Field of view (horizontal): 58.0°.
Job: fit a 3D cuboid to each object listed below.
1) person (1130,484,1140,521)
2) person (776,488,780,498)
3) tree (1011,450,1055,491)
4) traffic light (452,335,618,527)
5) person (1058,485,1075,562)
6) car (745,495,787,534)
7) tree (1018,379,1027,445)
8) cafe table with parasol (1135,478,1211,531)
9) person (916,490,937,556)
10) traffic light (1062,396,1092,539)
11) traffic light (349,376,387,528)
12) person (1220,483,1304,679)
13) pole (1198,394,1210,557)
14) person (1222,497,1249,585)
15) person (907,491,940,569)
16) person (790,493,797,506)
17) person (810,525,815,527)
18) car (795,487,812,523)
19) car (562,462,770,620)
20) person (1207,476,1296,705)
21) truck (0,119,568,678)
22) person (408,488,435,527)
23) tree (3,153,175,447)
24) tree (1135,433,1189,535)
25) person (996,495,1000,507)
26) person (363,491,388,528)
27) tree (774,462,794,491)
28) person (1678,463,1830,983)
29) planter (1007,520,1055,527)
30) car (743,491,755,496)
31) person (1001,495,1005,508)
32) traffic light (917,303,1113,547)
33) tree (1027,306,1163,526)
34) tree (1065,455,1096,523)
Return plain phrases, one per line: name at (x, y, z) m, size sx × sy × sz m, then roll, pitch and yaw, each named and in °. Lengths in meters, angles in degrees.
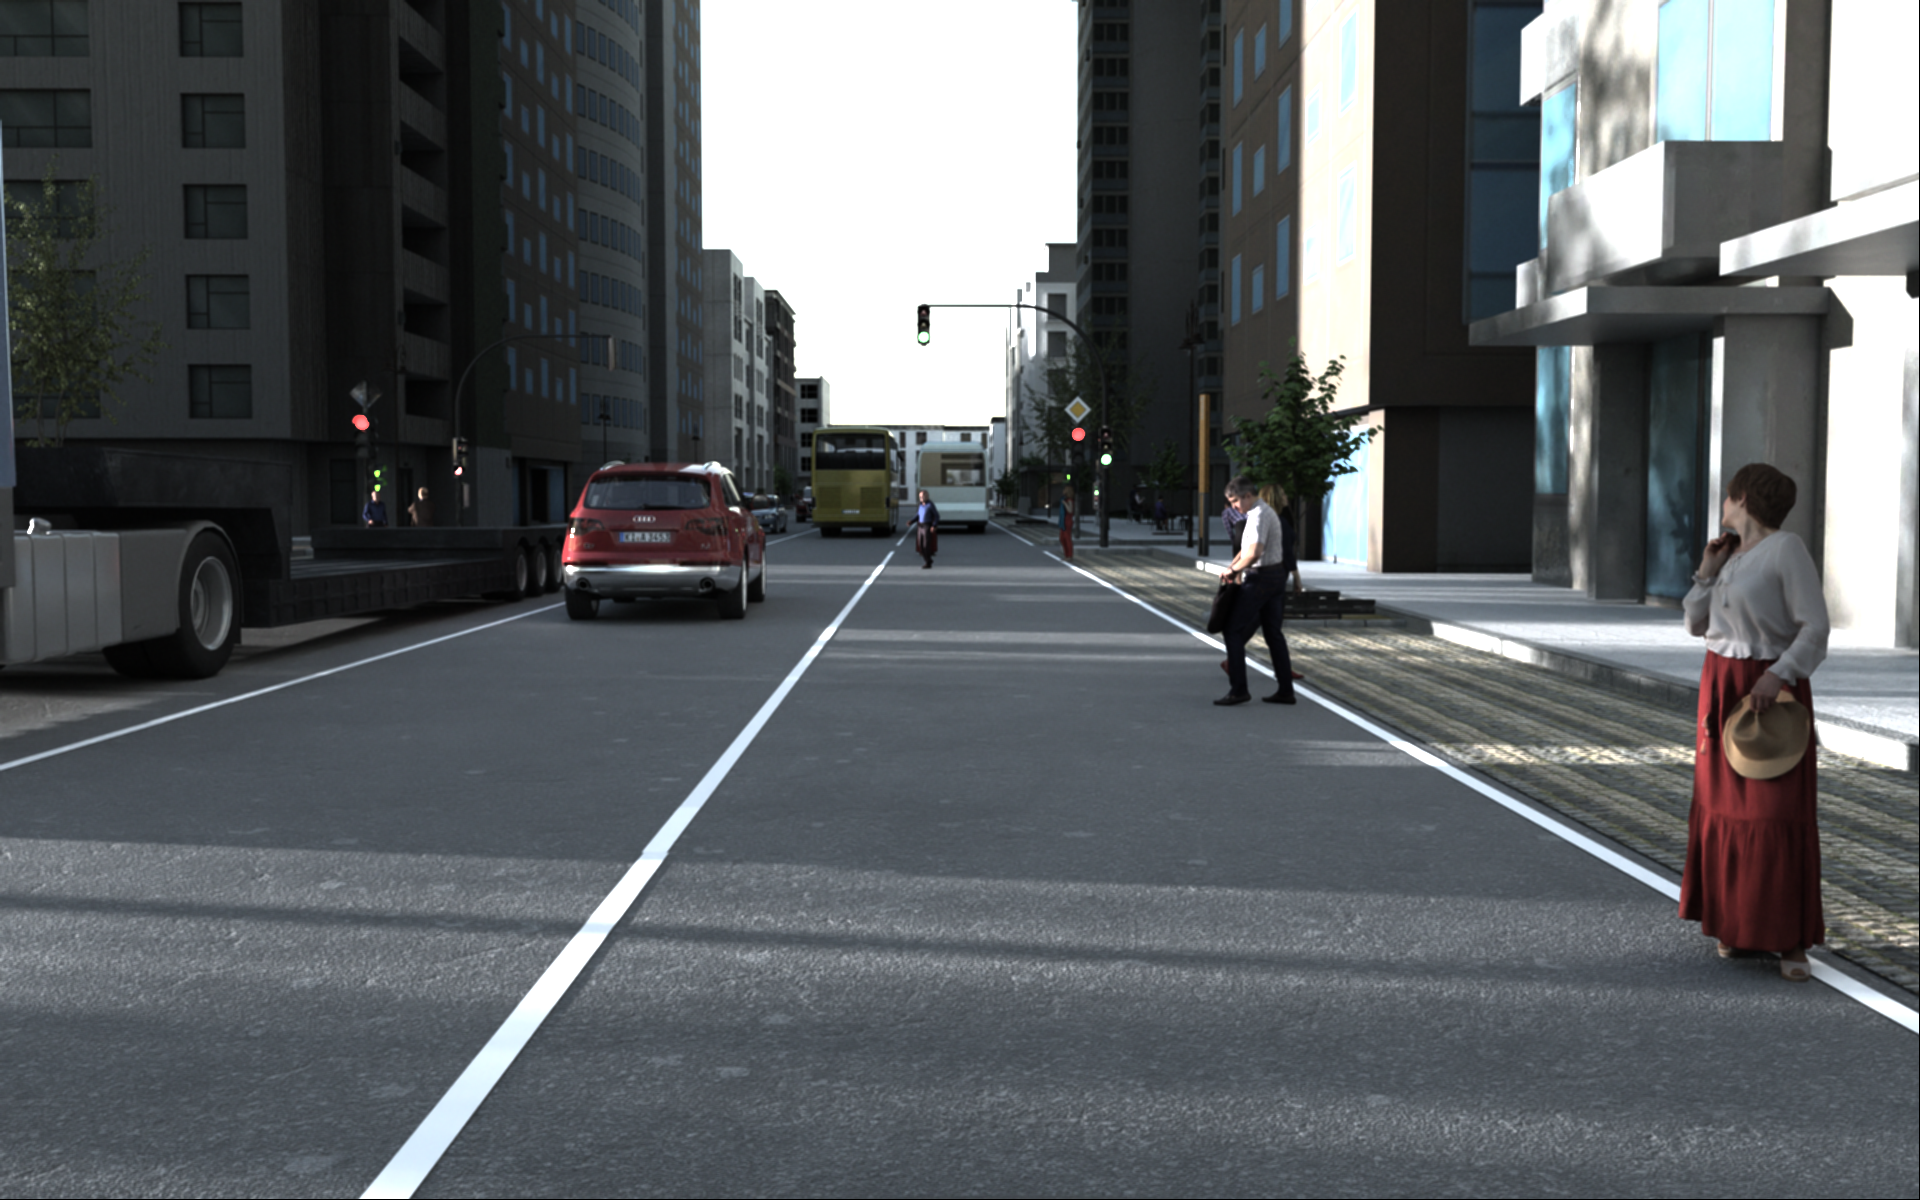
person at (8.209, -4.545, 81.059) m, size 0.576 × 1.737 × 0.504 m, roll 2°, pitch 4°, yaw 30°
person at (-17.592, -9.863, 166.936) m, size 0.705 × 1.869 × 1.348 m, roll 0°, pitch 4°, yaw -7°
tree at (5.290, -8.844, 128.307) m, size 4.285 × 4.588 × 4.351 m, roll 0°, pitch 3°, yaw 0°
traffic light at (-12.182, -4.574, 49.457) m, size 4.771 × 5.953 × 1.251 m, roll 0°, pitch 4°, yaw -1°
person at (2.236, -1.621, 36.707) m, size 0.444 × 1.614 × 0.593 m, roll 1°, pitch 4°, yaw 21°
car at (-7.348, -3.137, 63.287) m, size 2.014 × 1.417 × 4.499 m, roll 0°, pitch 4°, yaw 0°
tree at (5.218, -8.383, 87.421) m, size 4.737 × 8.622 × 4.395 m, roll 0°, pitch 3°, yaw 0°
cafe table with parasol at (7.469, -3.425, 60.864) m, size 2.610 × 1.966 × 2.610 m, roll 1°, pitch 4°, yaw 20°
person at (-0.781, -1.787, 40.184) m, size 0.523 × 1.526 × 0.387 m, roll -1°, pitch 4°, yaw -23°
traffic light at (3.347, -3.713, 49.632) m, size 0.839 × 4.253 × 0.868 m, roll 0°, pitch 4°, yaw -1°
traffic light at (-14.173, -3.210, 41.411) m, size 0.839 × 4.253 × 0.868 m, roll 0°, pitch 4°, yaw -1°
person at (2.344, -0.141, 13.348) m, size 0.613 × 1.512 × 0.480 m, roll -2°, pitch 4°, yaw -25°
pole at (5.006, -2.549, 35.526) m, size 0.158 × 3.312 × 0.155 m, roll 0°, pitch 3°, yaw 0°
person at (3.952, -0.784, 24.544) m, size 0.421 × 1.427 × 0.697 m, roll -2°, pitch 4°, yaw -23°
person at (-0.736, -1.360, 33.429) m, size 0.600 × 1.496 × 0.574 m, roll -1°, pitch 4°, yaw -16°
person at (-17.769, -10.760, 185.163) m, size 0.799 × 1.438 × 0.628 m, roll 0°, pitch 3°, yaw 0°
person at (-6.145, -4.008, 74.181) m, size 0.789 × 1.805 × 0.875 m, roll 2°, pitch 4°, yaw 28°
car at (-7.285, -4.904, 88.850) m, size 2.281 × 1.827 × 5.304 m, roll 0°, pitch 4°, yaw -2°
car at (-3.535, -0.775, 21.351) m, size 2.281 × 1.827 × 5.304 m, roll 0°, pitch 4°, yaw -2°
person at (1.983, -0.063, 11.741) m, size 0.590 × 1.554 × 0.614 m, roll 1°, pitch 4°, yaw 14°
truck at (-7.002, -1.632, 16.443) m, size 2.967 × 4.110 × 18.799 m, roll 0°, pitch 3°, yaw 0°
person at (-9.856, -1.280, 31.703) m, size 0.388 × 1.546 × 0.482 m, roll 3°, pitch 5°, yaw 45°
tree at (-20.012, -5.386, 38.422) m, size 4.737 × 8.622 × 4.395 m, roll 0°, pitch 3°, yaw 0°
tree at (6.627, -3.693, 54.984) m, size 1.663 × 3.219 × 1.824 m, roll 0°, pitch 3°, yaw 0°
person at (3.672, -9.872, 168.914) m, size 0.593 × 1.643 × 0.415 m, roll 2°, pitch 4°, yaw 33°
person at (-11.857, -1.456, 34.994) m, size 0.574 × 1.496 × 0.600 m, roll -1°, pitch 4°, yaw -20°
tree at (-18.117, -11.432, 170.631) m, size 4.285 × 4.588 × 4.351 m, roll 0°, pitch 3°, yaw 0°
person at (2.431, 0.348, 5.270) m, size 0.387 × 1.526 × 0.523 m, roll -1°, pitch 4°, yaw -12°
planter at (3.066, -3.307, 75.209) m, size 1.991 × 0.319 × 1.994 m, roll 0°, pitch 4°, yaw -1°
car at (-15.122, -6.881, 122.087) m, size 1.945 × 1.707 × 3.694 m, roll 0°, pitch 4°, yaw 0°
person at (3.882, -9.163, 155.843) m, size 0.705 × 1.826 × 1.348 m, roll 1°, pitch 4°, yaw 8°
traffic light at (1.356, -4.086, 41.480) m, size 4.771 × 5.953 × 1.251 m, roll 0°, pitch 4°, yaw -1°
tree at (5.719, -7.233, 68.627) m, size 4.737 × 8.622 × 4.395 m, roll 0°, pitch 3°, yaw 0°
tree at (5.685, -5.133, 78.524) m, size 1.663 × 3.219 × 1.824 m, roll 0°, pitch 3°, yaw 0°
